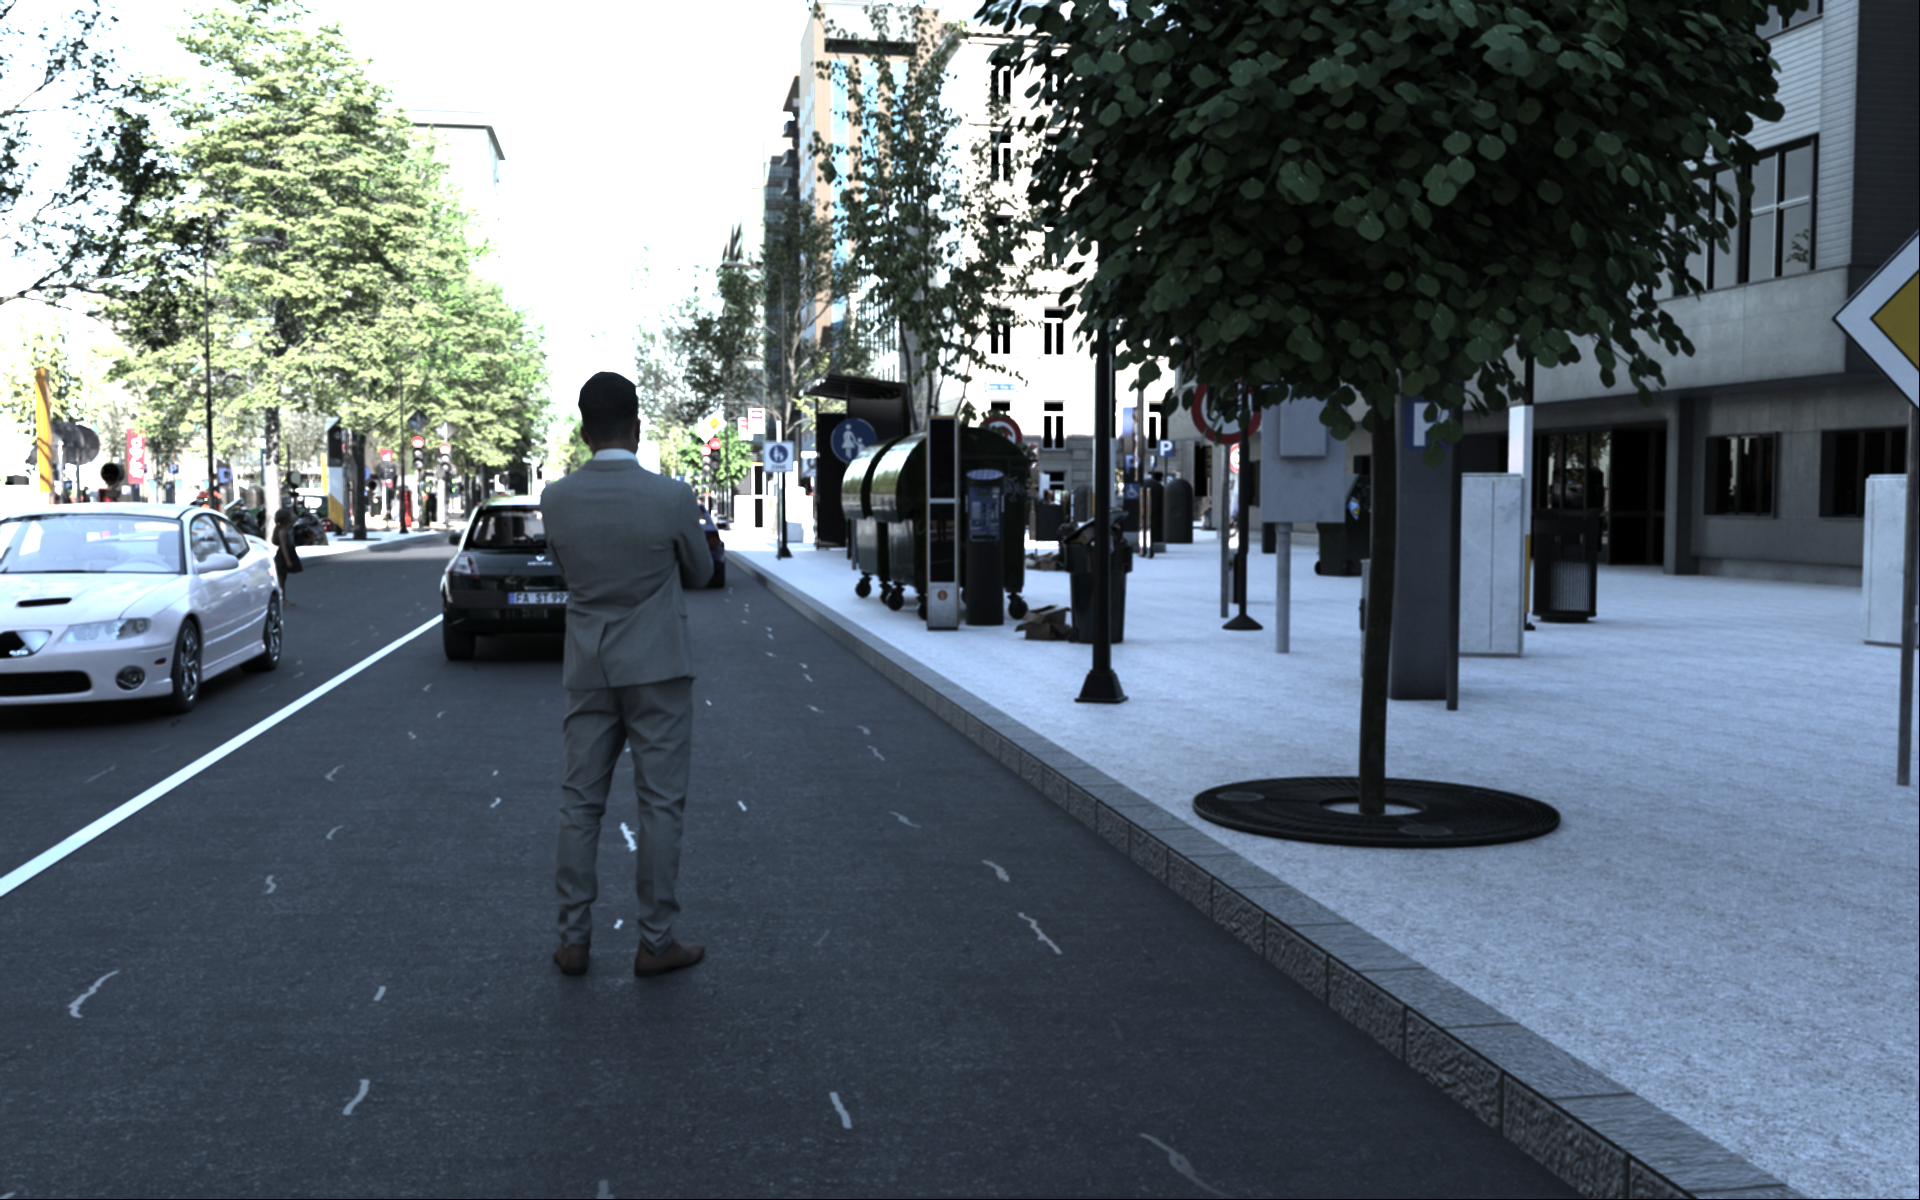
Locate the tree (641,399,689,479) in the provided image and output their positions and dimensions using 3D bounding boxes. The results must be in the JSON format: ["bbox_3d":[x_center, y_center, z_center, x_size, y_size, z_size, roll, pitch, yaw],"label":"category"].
[{"bbox_3d":[-34.698,-17.641,206.563,7.486,12.596,7.792,0,3,0],"label":"tree"}]

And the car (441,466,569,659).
[{"bbox_3d":[-3.894,-0.413,16.532,2.009,1.686,4.222,-1,4,-10],"label":"car"}]

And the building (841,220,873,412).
[{"bbox_3d":[-1.349,-18.822,126.827,14.460,24.649,34.723,-1,4,-10],"label":"building"}]

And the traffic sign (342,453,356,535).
[{"bbox_3d":[-19.047,-3.273,53.618,0.768,2.556,0.104,0,4,-3],"label":"traffic sign"}]

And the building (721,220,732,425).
[{"bbox_3d":[-28.645,-40.776,290.394,21.300,48.544,21.600,-1,4,-10],"label":"building"}]

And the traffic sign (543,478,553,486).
[{"bbox_3d":[-33.046,-8.495,139.002,0.768,2.556,0.104,0,4,-2],"label":"traffic sign"}]

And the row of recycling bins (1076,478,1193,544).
[{"bbox_3d":[4.761,-2.386,46.121,1.069,1.692,3.534,-3,5,-41],"label":"row of recycling bins"}]

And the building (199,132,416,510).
[{"bbox_3d":[-53.152,-22.660,142.193,14.160,30.474,14.107,-1,4,-10],"label":"building"}]

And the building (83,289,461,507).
[{"bbox_3d":[-62.778,-19.426,162.656,27.650,21.520,28.899,-1,4,-10],"label":"building"}]

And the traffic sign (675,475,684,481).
[{"bbox_3d":[-19.122,-7.214,118.052,0.768,2.556,0.104,-1,4,-9],"label":"traffic sign"}]

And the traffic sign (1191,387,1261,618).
[{"bbox_3d":[2.750,-1.090,17.922,0.768,2.556,0.104,0,4,-2],"label":"traffic sign"}]

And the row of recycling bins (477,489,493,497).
[{"bbox_3d":[-35.963,-7.753,133.867,3.534,1.692,1.069,-1,4,-9],"label":"row of recycling bins"}]

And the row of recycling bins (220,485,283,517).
[{"bbox_3d":[-33.902,-4.610,82.487,3.534,1.692,1.069,1,4,11],"label":"row of recycling bins"}]

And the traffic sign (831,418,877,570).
[{"bbox_3d":[-1.788,-1.782,29.243,0.768,2.556,0.104,0,4,-4],"label":"traffic sign"}]

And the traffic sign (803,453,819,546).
[{"bbox_3d":[-3.570,-2.469,42.498,0.606,2.300,0.079,0,4,-3],"label":"traffic sign"}]

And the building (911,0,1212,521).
[{"bbox_3d":[10.913,-17.722,87.022,25.104,27.353,12.463,-1,4,-10],"label":"building"}]

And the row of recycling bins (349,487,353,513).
[{"bbox_3d":[-36.606,-5.879,103.230,1.069,1.692,3.534,-1,4,-16],"label":"row of recycling bins"}]

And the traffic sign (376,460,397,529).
[{"bbox_3d":[-21.280,-3.925,64.283,0.768,2.556,0.104,0,4,-2],"label":"traffic sign"}]

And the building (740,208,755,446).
[{"bbox_3d":[-24.653,-34.682,250.644,14.154,41.232,14.086,-1,4,-10],"label":"building"}]

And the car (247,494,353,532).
[{"bbox_3d":[-23.616,-3.132,60.997,4.222,1.686,2.009,-1,4,-10],"label":"car"}]

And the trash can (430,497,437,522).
[{"bbox_3d":[-23.953,-4.142,79.378,0.748,1.137,0.748,0,3,0],"label":"trash can"}]

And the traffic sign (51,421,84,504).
[{"bbox_3d":[-15.574,-1.831,30.037,0.768,2.556,0.104,0,4,-3],"label":"traffic sign"}]

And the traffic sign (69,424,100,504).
[{"bbox_3d":[-16.034,-1.920,31.502,0.768,2.556,0.104,-1,4,-9],"label":"traffic sign"}]

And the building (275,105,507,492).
[{"bbox_3d":[-78.005,-39.793,239.853,28.713,52.752,27.495,-1,4,-10],"label":"building"}]

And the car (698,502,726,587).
[{"bbox_3d":[-4.701,-0.929,27.768,1.945,1.354,3.894,-1,4,-11],"label":"car"}]

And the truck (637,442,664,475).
[{"bbox_3d":[-15.444,-5.696,82.886,2.967,4.110,18.799,-1,4,-11],"label":"truck"}]

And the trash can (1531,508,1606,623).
[{"bbox_3d":[6.079,-0.351,17.395,0.748,1.137,0.748,0,3,0],"label":"trash can"}]

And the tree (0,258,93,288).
[{"bbox_3d":[-28.071,-6.258,52.686,4.737,8.622,4.395,0,3,0],"label":"tree"}]

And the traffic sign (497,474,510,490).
[{"bbox_3d":[-28.254,-6.555,107.285,0.768,2.556,0.104,0,4,-6],"label":"traffic sign"}]

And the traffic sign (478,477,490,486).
[{"bbox_3d":[-34.110,-7.587,124.149,0.768,2.556,0.104,-1,4,-10],"label":"traffic sign"}]

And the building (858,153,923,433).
[{"bbox_3d":[0.278,-15.066,101.084,10.420,20.320,16.860,-1,4,-10],"label":"building"}]

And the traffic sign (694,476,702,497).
[{"bbox_3d":[-12.949,-5.299,86.748,0.768,2.556,0.104,0,4,-8],"label":"traffic sign"}]

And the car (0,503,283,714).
[{"bbox_3d":[-6.231,-0.016,12.619,2.083,1.381,4.827,-1,4,-11],"label":"car"}]

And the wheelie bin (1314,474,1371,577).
[{"bbox_3d":[6.000,-1.183,27.246,0.693,1.594,0.980,-3,4,-36],"label":"wheelie bin"}]

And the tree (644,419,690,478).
[{"bbox_3d":[-25.232,-12.316,151.729,4.737,8.622,4.395,0,3,0],"label":"tree"}]

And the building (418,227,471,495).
[{"bbox_3d":[-60.237,-25.258,184.671,14.160,30.474,14.107,-1,4,-10],"label":"building"}]

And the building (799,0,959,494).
[{"bbox_3d":[-6.958,-31.016,157.214,14.600,45.320,14.200,-1,4,-10],"label":"building"}]

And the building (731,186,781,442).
[{"bbox_3d":[-23.673,-39.474,269.107,21.300,48.544,21.600,-1,4,-10],"label":"building"}]

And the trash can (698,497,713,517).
[{"bbox_3d":[-12.333,-4.424,83.979,0.748,1.137,0.748,0,3,0],"label":"trash can"}]

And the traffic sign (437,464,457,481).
[{"bbox_3d":[-20.280,-4.183,68.496,0.768,2.556,0.104,-1,4,-9],"label":"traffic sign"}]

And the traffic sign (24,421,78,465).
[{"bbox_3d":[-15.994,-1.865,30.490,0.884,2.594,0.081,0,4,-6],"label":"traffic sign"}]

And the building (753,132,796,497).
[{"bbox_3d":[-15.830,-31.575,199.844,14.154,41.232,14.086,-1,4,-10],"label":"building"}]

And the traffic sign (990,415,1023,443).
[{"bbox_3d":[0.615,-1.687,27.681,0.768,2.556,0.104,0,4,-7],"label":"traffic sign"}]

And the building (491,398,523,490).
[{"bbox_3d":[-82.862,-25.925,268.910,27.650,21.520,28.899,-1,4,-10],"label":"building"}]

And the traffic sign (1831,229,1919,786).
[{"bbox_3d":[4.158,-0.390,7.566,0.795,2.450,0.064,0,4,-2],"label":"traffic sign"}]

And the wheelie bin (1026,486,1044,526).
[{"bbox_3d":[2.882,-3.777,69.659,0.980,1.594,0.693,1,4,9],"label":"wheelie bin"}]

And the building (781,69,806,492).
[{"bbox_3d":[-6.900,-32.107,179.578,22.147,44.769,28.867,-1,4,-10],"label":"building"}]

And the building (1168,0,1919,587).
[{"bbox_3d":[15.405,-13.274,36.098,14.314,24.678,30.058,-1,4,-10],"label":"building"}]

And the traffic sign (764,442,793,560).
[{"bbox_3d":[-3.524,-1.929,33.674,0.606,2.300,0.079,-1,4,-10],"label":"traffic sign"}]
